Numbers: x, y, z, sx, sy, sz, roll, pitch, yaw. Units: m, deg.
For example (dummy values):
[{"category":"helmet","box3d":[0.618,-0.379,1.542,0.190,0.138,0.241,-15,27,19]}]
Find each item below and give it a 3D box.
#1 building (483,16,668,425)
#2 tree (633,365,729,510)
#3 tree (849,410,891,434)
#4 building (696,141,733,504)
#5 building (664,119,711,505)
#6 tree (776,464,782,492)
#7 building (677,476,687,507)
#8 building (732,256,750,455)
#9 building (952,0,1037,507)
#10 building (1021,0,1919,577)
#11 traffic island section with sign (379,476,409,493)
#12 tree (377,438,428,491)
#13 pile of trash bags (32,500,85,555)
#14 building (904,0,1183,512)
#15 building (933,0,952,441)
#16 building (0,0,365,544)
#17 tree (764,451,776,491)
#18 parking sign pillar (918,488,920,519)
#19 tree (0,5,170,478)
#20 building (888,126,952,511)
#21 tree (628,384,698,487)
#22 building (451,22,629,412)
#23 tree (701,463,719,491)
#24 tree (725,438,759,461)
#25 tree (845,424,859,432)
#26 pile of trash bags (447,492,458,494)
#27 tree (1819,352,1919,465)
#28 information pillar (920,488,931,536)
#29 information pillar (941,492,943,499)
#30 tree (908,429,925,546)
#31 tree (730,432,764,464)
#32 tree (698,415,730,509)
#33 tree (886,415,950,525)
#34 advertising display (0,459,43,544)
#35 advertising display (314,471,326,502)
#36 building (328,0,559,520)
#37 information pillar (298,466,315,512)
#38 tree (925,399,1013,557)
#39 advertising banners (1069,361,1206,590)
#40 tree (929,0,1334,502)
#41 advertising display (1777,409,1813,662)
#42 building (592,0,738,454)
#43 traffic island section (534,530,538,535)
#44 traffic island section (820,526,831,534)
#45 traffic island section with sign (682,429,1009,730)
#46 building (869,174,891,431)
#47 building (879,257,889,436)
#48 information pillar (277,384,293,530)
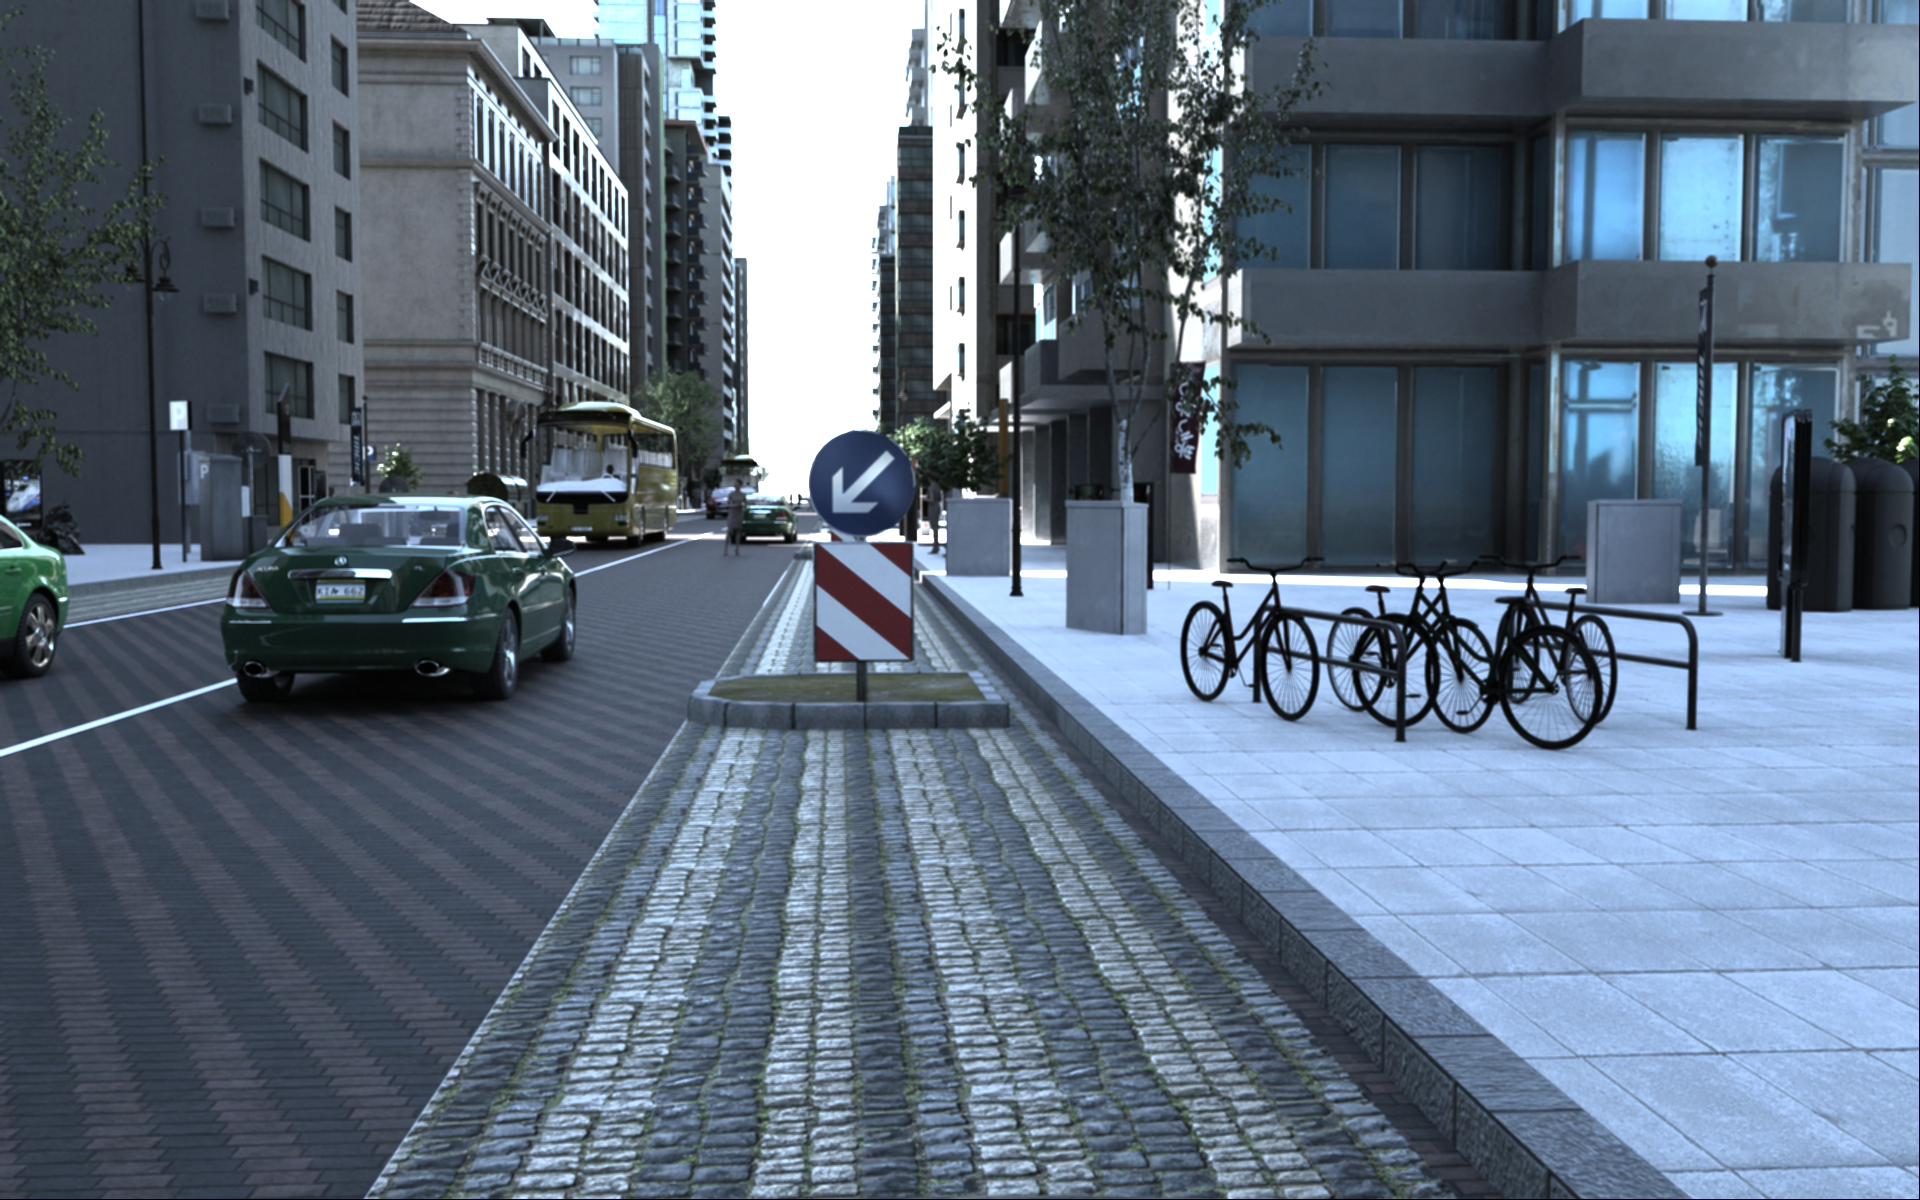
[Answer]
[{"category":"building","box3d":[-33.478,-28.651,152.042,14.154,41.232,14.086,0,4,-4]},{"category":"tree","box3d":[-22.369,-13.019,138.617,9.928,11.665,9.643,0,3,0]},{"category":"tree","box3d":[-7.935,-12.291,151.328,4.737,8.622,4.395,0,3,0]},{"category":"building","box3d":[-43.025,-37.733,240.629,21.300,48.544,21.600,0,4,-4]},{"category":"building","box3d":[-40.337,-33.232,197.961,22.147,44.769,28.867,0,4,-4]},{"category":"tree","box3d":[-33.434,-21.652,304.365,4.360,8.622,3.978,0,3,0]},{"category":"building","box3d":[-43.792,-29.293,170.822,32.217,40.220,23.993,0,4,-4]},{"category":"building","box3d":[-42.646,-37.080,289.856,14.154,41.232,14.086,0,4,-4]},{"category":"building","box3d":[10.392,-28.114,83.365,21.600,48.544,21.300,0,4,-4]},{"category":"building","box3d":[12.733,-25.689,39.623,23.786,49.044,30.456,0,4,-4]},{"category":"traffic island section with sign","box3d":[-12.367,-1.773,37.618,1.989,1.847,2.006,0,4,-4]},{"category":"tree","box3d":[-19.422,-4.025,60.411,1.663,3.219,1.824,0,3,0]},{"category":"pile of trash bags","box3d":[-20.006,-1.682,37.250,1.912,1.369,3.447,-2,4,-31]},{"category":"building","box3d":[6.099,-33.357,164.990,23.786,49.044,30.456,0,4,-4]},{"category":"building","box3d":[12.417,-31.840,109.820,28.713,52.752,27.495,0,4,-4]},{"category":"building","box3d":[-25.557,-17.020,49.972,14.107,30.474,14.160,0,4,-4]},{"category":"tree","box3d":[-33.456,-20.858,291.383,4.360,8.622,3.978,0,3,0]},{"category":"parking sign pillar","box3d":[-2.060,-6.291,91.337,1.447,3.967,1.447,0,4,3]},{"category":"tree","box3d":[-13.593,-4.508,24.070,4.737,8.622,4.395,0,3,0]},{"category":"building","box3d":[1.780,-22.491,139.434,14.160,30.474,14.107,0,4,-4]},{"category":"tree","box3d":[-20.214,-10.096,115.428,4.360,8.622,3.978,0,3,0]},{"category":"building","box3d":[-32.473,-18.578,108.258,19.350,26.468,34.151,0,4,-4]},{"category":"tree","box3d":[-25.361,-12.049,180.710,4.285,4.588,4.351,0,3,0]},{"category":"tree","box3d":[-28.106,-16.562,221.149,4.737,8.622,4.395,0,3,0]},{"category":"tree","box3d":[-13.462,-18.156,231.264,7.601,10.594,8.767,1,4,20]},{"category":"pile of trash bags","box3d":[-21.929,-3.736,70.833,3.447,1.369,1.912,1,4,19]},{"category":"tree","box3d":[12.697,-1.787,23.818,1.663,3.219,1.824,0,3,0]},{"category":"information pillar","box3d":[-1.054,-2.964,52.946,0.304,2.012,0.304,0,4,-4]},{"category":"information pillar","box3d":[-1.525,-8.454,129.580,0.504,3.616,0.183,0,4,-3]},{"category":"tree","box3d":[-0.430,-2.971,43.177,1.663,3.219,1.824,0,3,0]},{"category":"tree","box3d":[-26.517,-15.609,205.574,4.360,8.622,3.978,0,3,0]},{"category":"tree","box3d":[-23.082,-12.420,153.434,4.360,8.622,3.978,0,3,0]},{"category":"tree","box3d":[-1.678,-5.377,71.621,4.285,4.588,4.351,0,3,0]},{"category":"advertising display","box3d":[-17.487,-1.654,32.262,0.123,1.923,0.974,1,4,12]},{"category":"advertising display","box3d":[-17.714,-2.615,47.975,0.123,1.923,0.974,-2,4,-31]},{"category":"building","box3d":[-26.014,-15.466,81.742,11.050,23.489,19.941,0,4,-4]},{"category":"information pillar","box3d":[-17.115,-2.502,45.402,0.304,2.012,0.304,0,4,-1]},{"category":"tree","box3d":[0.274,-2.487,35.264,1.663,3.219,1.824,0,3,0]},{"category":"advertising banners","box3d":[2.381,-1.667,23.443,2.074,3.025,0.090,2,4,35]},{"category":"tree","box3d":[1.765,-4.139,18.029,4.360,8.622,3.978,0,3,0]},{"category":"advertising display","box3d":[6.542,-0.513,13.597,0.123,1.923,0.974,1,4,20]},{"category":"building","box3d":[-44.600,-58.288,265.676,22.319,86.520,31.000,0,4,-4]},{"category":"traffic island section","box3d":[-14.096,-2.445,62.258,2.009,0.180,2.903,0,4,-4]},{"category":"traffic island section","box3d":[-4.079,-2.488,62.959,2.009,0.180,2.903,0,4,-4]},{"category":"traffic island section with sign","box3d":[-0.760,-0.170,11.404,1.989,1.847,2.006,0,4,-4]},{"category":"building","box3d":[-1.305,-39.147,259.667,23.786,49.044,30.456,0,4,-4]},{"category":"building","box3d":[-2.961,-26.957,212.445,14.160,30.474,14.107,0,4,-4]},{"category":"information pillar","box3d":[-14.266,-2.769,36.629,0.183,3.616,0.504,0,4,1]}]
